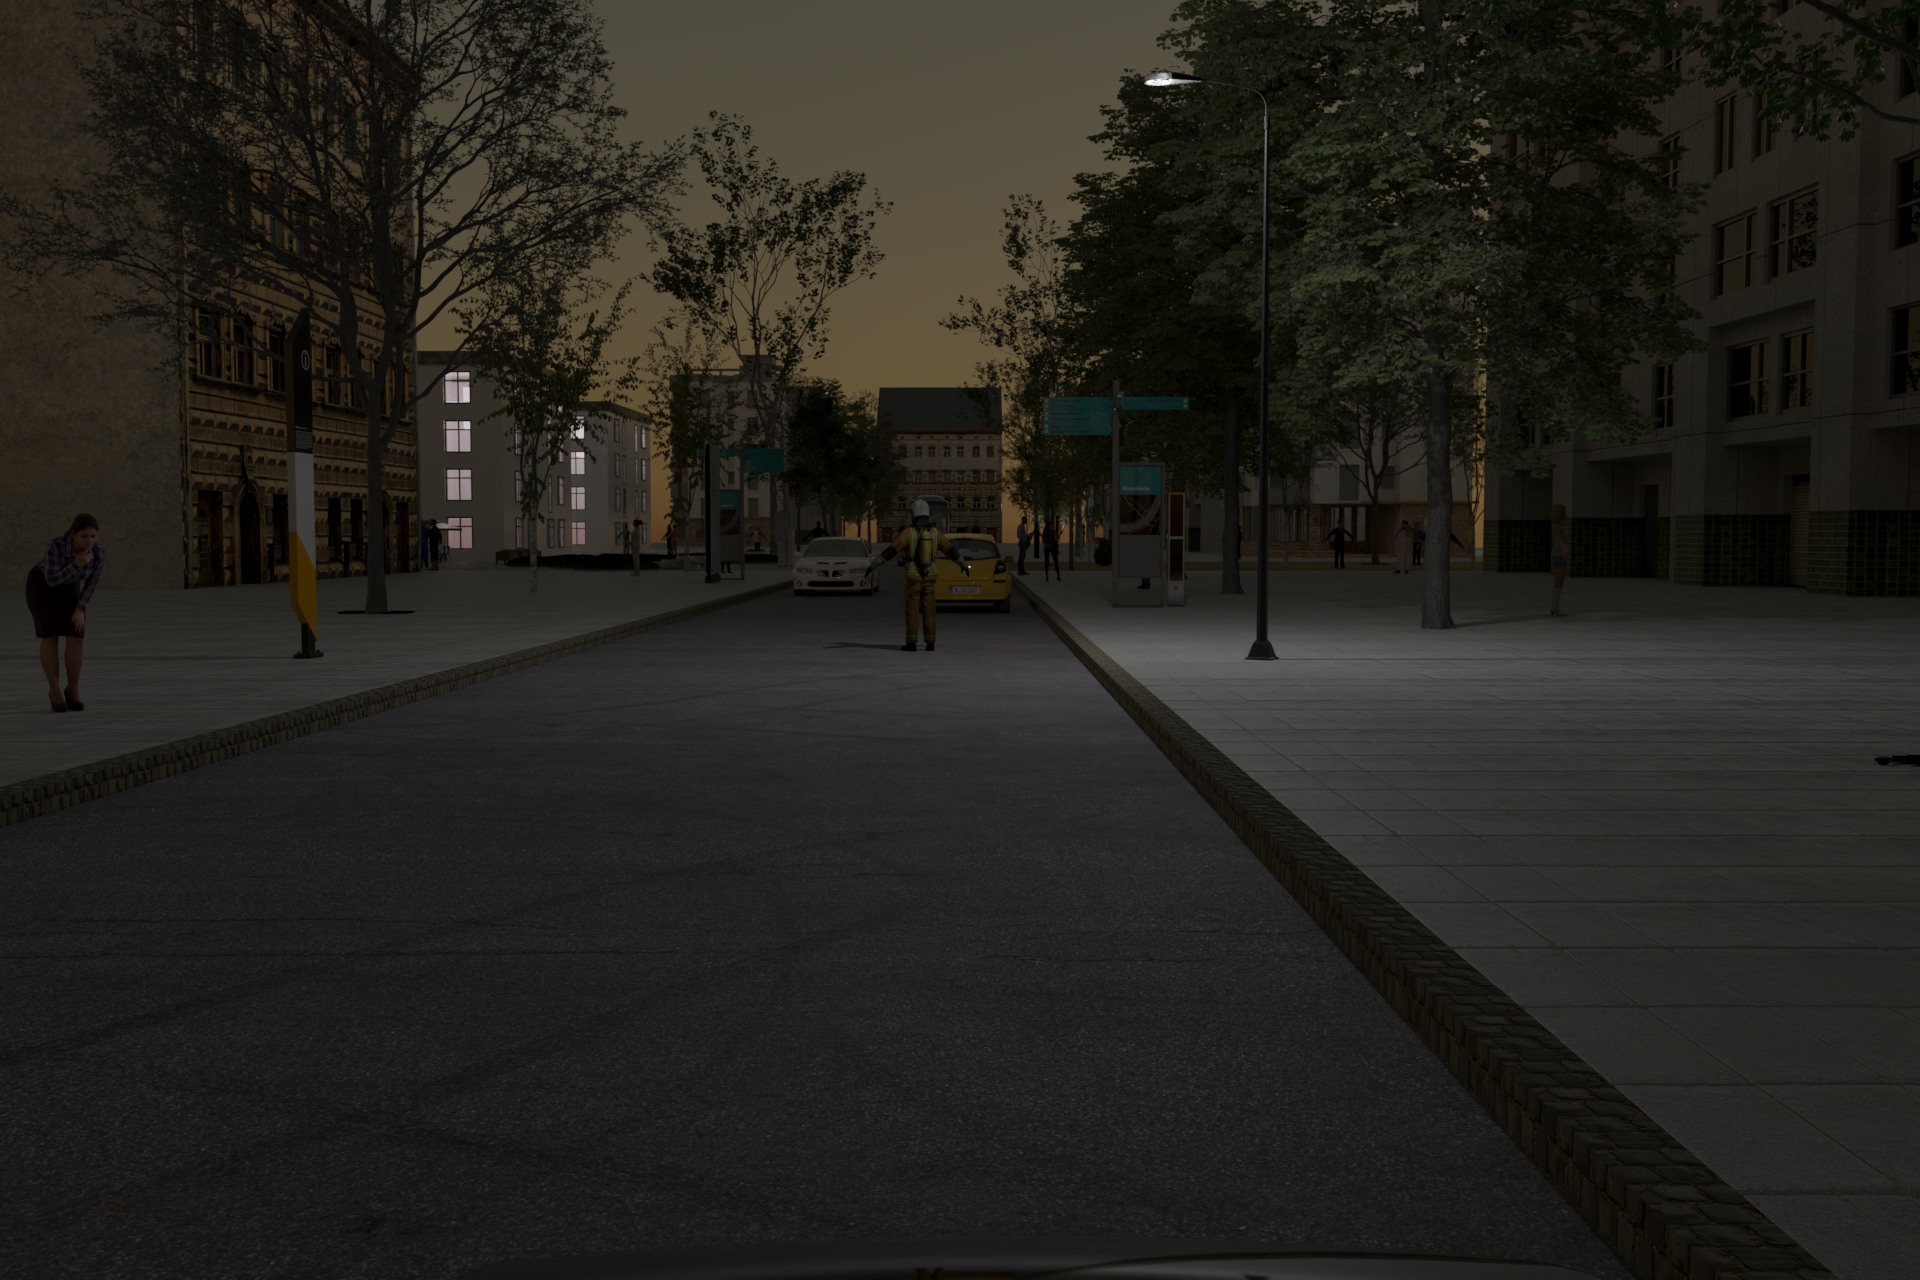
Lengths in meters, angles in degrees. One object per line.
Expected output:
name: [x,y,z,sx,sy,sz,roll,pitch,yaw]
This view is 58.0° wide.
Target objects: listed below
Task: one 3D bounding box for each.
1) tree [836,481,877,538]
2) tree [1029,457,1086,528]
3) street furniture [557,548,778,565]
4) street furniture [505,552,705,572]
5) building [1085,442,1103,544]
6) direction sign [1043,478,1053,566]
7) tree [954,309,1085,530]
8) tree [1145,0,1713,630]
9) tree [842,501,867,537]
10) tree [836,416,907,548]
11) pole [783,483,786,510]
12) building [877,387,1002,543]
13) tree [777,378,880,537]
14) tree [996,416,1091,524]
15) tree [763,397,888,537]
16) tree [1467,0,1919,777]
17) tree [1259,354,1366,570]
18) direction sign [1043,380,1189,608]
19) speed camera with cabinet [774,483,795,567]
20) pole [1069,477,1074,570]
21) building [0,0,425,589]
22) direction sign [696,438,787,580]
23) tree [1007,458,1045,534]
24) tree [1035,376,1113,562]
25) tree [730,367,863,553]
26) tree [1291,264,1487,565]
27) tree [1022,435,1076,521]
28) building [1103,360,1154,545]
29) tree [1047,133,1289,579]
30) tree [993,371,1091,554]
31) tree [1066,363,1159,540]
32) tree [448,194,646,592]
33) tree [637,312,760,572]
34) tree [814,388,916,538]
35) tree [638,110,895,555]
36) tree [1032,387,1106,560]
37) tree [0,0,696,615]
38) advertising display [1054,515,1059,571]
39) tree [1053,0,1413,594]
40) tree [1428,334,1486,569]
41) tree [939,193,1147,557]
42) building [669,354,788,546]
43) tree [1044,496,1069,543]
tree: [-9.023,-12.682,157.706,4.360,8.622,3.978,0,3,0]
tree: [14.432,-21.524,258.570,9.857,13.997,8.962,0,3,0]
street furniture: [-12.423,-3.553,73.710,10.072,0.657,5.734,-1,4,-10]
street furniture: [-12.925,-2.956,63.950,5.734,0.657,10.072,-2,4,-28]
building: [21.841,-22.964,231.884,16.016,20.090,11.380,0,4,0]
direction sign: [3.568,-4.781,70.166,0.379,3.537,0.876,0,4,0]
tree: [5.697,-17.911,148.729,12.611,20.169,13.585,0,3,0]
tree: [6.068,-6.429,23.245,7.486,12.596,7.792,0,3,0]
tree: [-16.661,-20.582,254.636,7.486,12.596,7.792,0,3,0]
tree: [-8.769,-15.093,164.892,7.486,12.596,7.792,0,3,0]
pole: [-7.036,-4.644,69.768,0.158,3.312,0.155,0,3,0]
building: [-2.906,-25.937,257.454,18.063,23.208,19.493,0,4,0]
tree: [-9.656,-12.756,126.694,7.486,12.596,7.792,0,3,0]
tree: [6.240,-11.962,129.997,7.601,10.594,8.767,0,4,-8]
tree: [-8.748,-10.856,111.906,8.767,10.594,7.601,-2,4,-27]
tree: [5.784,-5.096,9.074,9.928,11.665,9.643,0,3,0]
tree: [11.480,-6.810,61.707,4.360,8.622,3.978,0,3,0]
direction sign: [2.709,-2.497,29.592,2.525,3.948,1.411,0,3,0]
speed camera with cabinet: [-6.884,-4.502,67.944,0.660,3.252,2.038,0,4,1]
pole: [3.986,-4.166,61.958,0.158,3.312,0.155,0,3,0]
building: [-27.252,-13.296,48.324,19.493,23.208,18.063,0,4,-1]
direction sign: [-6.068,-3.671,48.782,2.525,3.948,1.411,0,4,0]
tree: [6.246,-12.885,161.023,4.737,8.622,4.395,0,3,0]
tree: [5.828,-7.921,79.867,4.737,8.622,4.395,0,3,0]
tree: [-9.160,-9.868,95.749,8.767,10.594,7.601,2,4,28]
tree: [17.277,-9.877,71.864,12.009,13.543,11.850,0,3,0]
tree: [6.490,-10.473,121.588,4.737,8.622,4.395,0,3,0]
building: [24.635,-19.342,182.701,16.747,18.905,31.486,0,4,0]
tree: [5.982,-7.978,48.565,7.486,12.596,7.792,0,3,0]
tree: [5.827,-11.272,110.052,9.928,11.665,9.643,0,3,0]
tree: [6.033,-7.586,74.397,4.360,8.622,3.978,0,3,0]
tree: [-9.266,-5.381,38.342,4.737,8.622,4.395,0,3,0]
tree: [-9.103,-6.623,58.646,4.737,8.622,4.395,0,3,0]
tree: [-8.378,-14.358,145.127,12.009,13.543,11.850,0,3,0]
tree: [-10.141,-13.733,80.418,12.611,20.169,13.585,0,3,0]
tree: [6.240,-8.318,86.353,4.360,8.622,3.978,0,3,0]
tree: [-9.383,-7.173,27.645,12.009,13.543,11.850,0,3,0]
advertising display: [3.356,-3.375,60.394,0.123,1.923,0.974,0,4,0]
tree: [5.709,-7.238,36.462,7.486,12.596,7.792,0,3,0]
tree: [18.646,-6.887,62.960,4.360,8.622,3.978,0,3,0]
tree: [5.378,-14.797,97.826,12.611,20.169,13.585,0,3,0]
building: [-24.608,-20.006,183.520,16.016,20.090,11.380,0,4,1]
tree: [14.266,-18.385,250.960,4.737,8.622,4.395,0,3,0]
